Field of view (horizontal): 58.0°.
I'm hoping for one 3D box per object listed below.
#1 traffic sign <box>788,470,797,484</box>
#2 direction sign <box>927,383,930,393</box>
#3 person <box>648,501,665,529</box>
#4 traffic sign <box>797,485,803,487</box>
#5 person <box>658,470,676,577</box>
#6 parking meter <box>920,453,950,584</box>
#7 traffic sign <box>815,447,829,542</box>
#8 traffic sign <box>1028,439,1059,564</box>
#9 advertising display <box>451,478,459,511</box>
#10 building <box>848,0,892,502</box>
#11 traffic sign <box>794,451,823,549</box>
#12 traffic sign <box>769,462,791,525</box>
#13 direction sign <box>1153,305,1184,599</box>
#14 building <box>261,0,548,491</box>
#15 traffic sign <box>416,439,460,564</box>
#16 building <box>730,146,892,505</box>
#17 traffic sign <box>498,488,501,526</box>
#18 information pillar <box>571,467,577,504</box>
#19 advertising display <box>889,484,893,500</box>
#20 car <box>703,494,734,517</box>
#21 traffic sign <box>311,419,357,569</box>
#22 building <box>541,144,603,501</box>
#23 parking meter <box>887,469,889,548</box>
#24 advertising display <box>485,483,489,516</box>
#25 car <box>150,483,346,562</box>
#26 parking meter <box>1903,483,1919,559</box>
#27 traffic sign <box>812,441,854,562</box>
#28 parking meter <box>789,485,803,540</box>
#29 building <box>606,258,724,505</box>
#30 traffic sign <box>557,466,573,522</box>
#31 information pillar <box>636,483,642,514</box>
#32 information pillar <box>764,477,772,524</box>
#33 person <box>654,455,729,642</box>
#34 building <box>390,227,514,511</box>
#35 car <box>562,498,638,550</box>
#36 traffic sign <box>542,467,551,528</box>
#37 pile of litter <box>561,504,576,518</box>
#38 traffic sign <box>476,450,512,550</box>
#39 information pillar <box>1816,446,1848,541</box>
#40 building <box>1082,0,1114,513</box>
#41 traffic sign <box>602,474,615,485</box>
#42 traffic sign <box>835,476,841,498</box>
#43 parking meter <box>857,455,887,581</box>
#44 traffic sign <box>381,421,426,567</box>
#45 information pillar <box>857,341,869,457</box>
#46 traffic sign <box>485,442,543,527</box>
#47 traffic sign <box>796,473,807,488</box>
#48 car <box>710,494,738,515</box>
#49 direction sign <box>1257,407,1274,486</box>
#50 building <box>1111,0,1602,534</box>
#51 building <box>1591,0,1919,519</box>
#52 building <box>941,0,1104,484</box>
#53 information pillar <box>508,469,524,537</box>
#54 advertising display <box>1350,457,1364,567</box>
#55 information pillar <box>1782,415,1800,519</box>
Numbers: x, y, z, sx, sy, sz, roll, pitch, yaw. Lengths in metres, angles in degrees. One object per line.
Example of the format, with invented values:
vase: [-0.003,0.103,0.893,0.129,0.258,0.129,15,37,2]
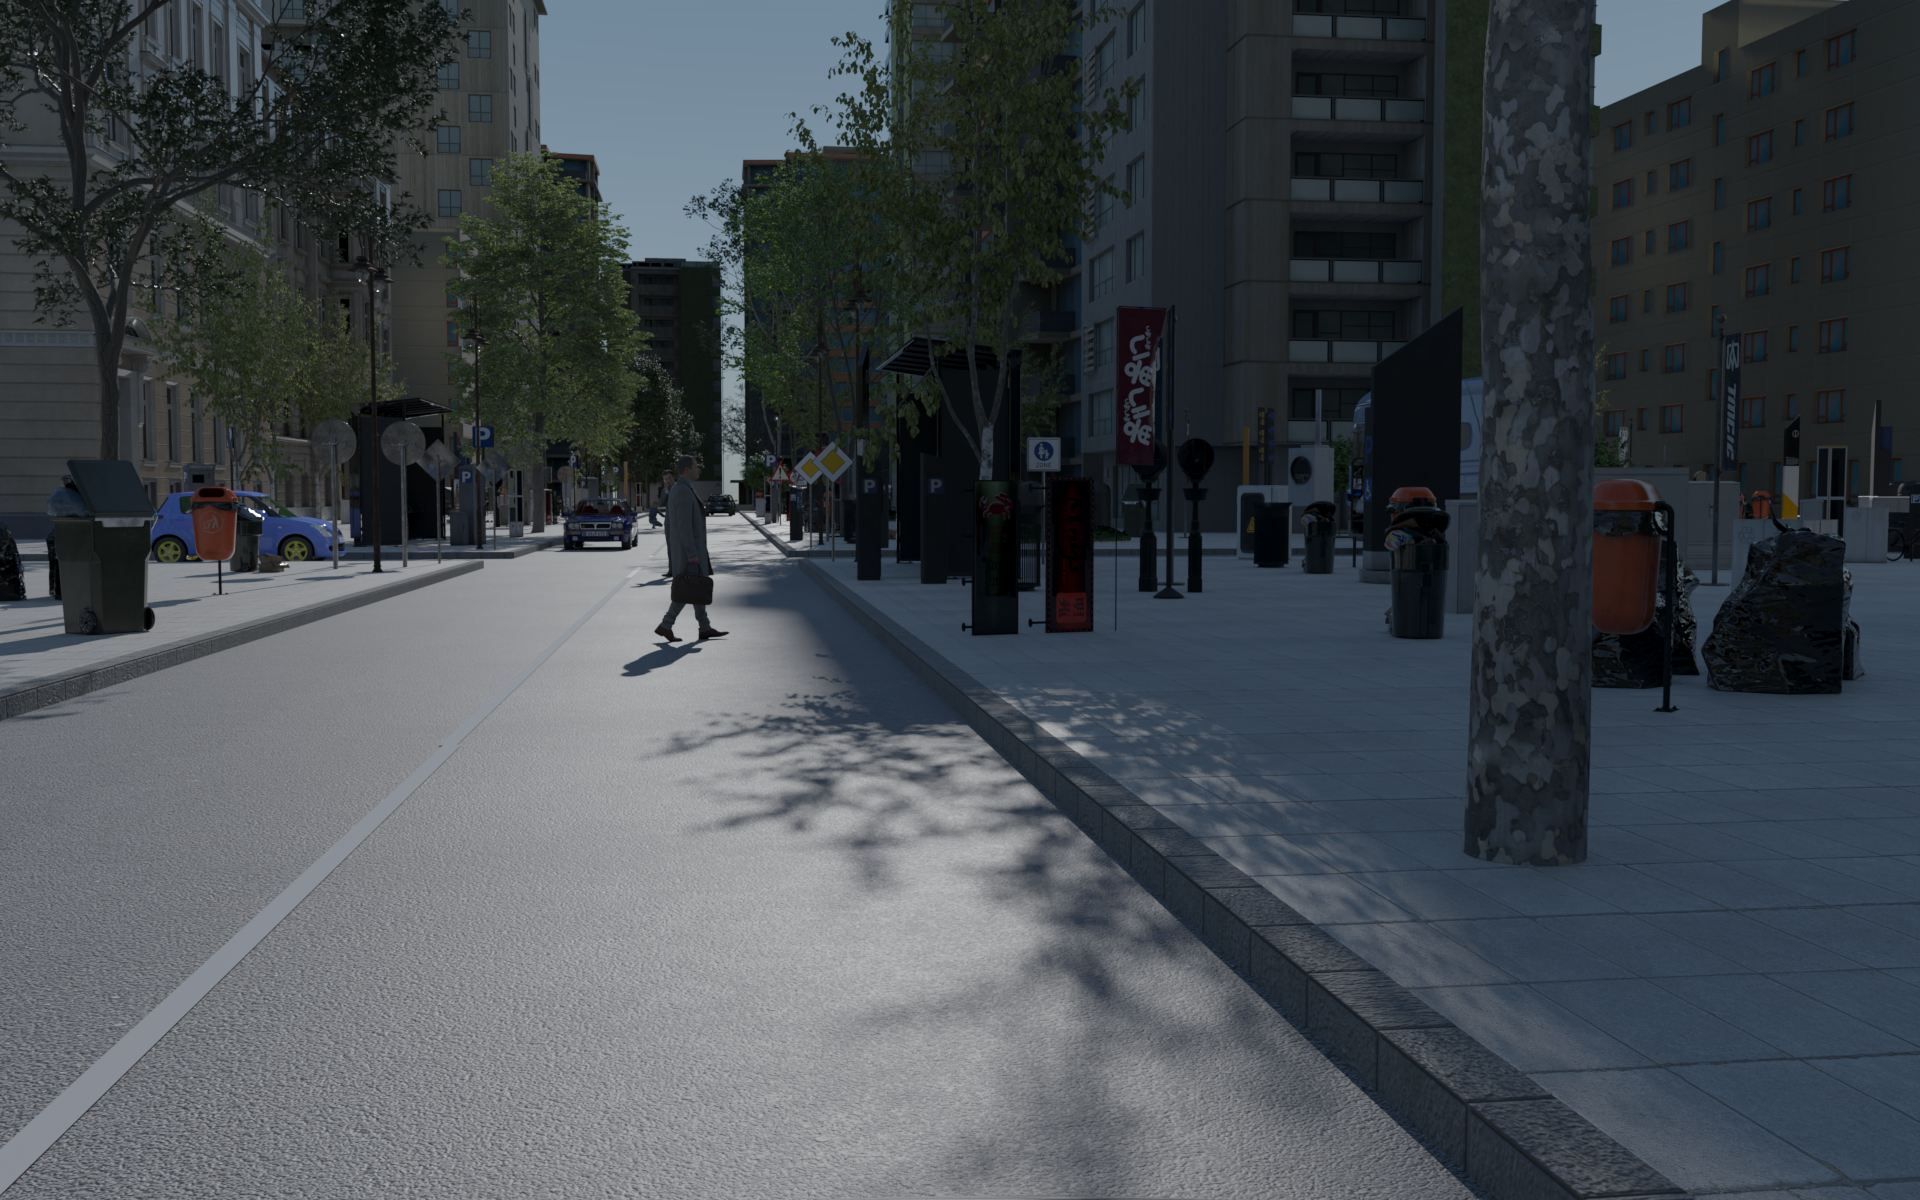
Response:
traffic sign: [-8.600,-5.528,90.490,0.768,2.556,0.104,0,4,-7]
direction sign: [-0.462,-2.535,33.438,0.379,3.537,0.876,-2,4,-23]
person: [-12.692,-3.550,72.043,1.012,1.151,0.738,2,4,35]
traffic sign: [-10.208,-6.749,110.455,0.768,2.556,0.104,0,4,0]
person: [-4.910,-1.324,29.946,0.655,1.846,0.447,1,4,11]
parking meter: [-0.355,-1.165,24.762,0.399,1.863,0.255,-1,4,-11]
traffic sign: [-3.571,-2.849,46.683,0.768,2.556,0.104,0,4,-2]
traffic sign: [1.514,-1.795,31.482,0.606,2.300,0.079,0,4,-8]
advertising display: [-20.920,-4.082,71.946,0.123,1.923,0.974,0,4,2]
building: [1.503,-52.117,164.783,22.319,86.520,31.000,0,4,-8]
traffic sign: [-3.513,-2.269,40.733,0.795,2.450,0.064,0,4,-8]
traffic sign: [-7.338,-4.326,70.738,0.884,2.594,0.081,0,4,-5]
direction sign: [2.571,-1.788,21.232,0.379,3.537,0.876,0,4,3]
building: [-53.373,-34.951,160.681,27.495,52.752,28.713,0,4,-8]
traffic sign: [-9.587,-1.725,31.847,0.795,2.450,0.064,0,4,-8]
building: [-14.925,-34.641,220.997,28.867,44.769,22.147,0,4,-8]
traffic sign: [-18.275,-4.194,68.684,0.768,2.556,0.104,0,4,-3]
information pillar: [-24.141,-7.144,108.167,0.504,3.616,0.183,2,4,35]
advertising display: [-4.828,-6.676,114.368,0.974,1.923,0.123,3,5,43]
car: [-15.580,-6.248,111.949,2.009,1.686,4.222,-1,4,-8]
traffic sign: [-10.689,-1.802,29.576,0.768,2.556,0.104,0,4,-2]
building: [-59.152,-34.231,214.307,28.867,44.769,22.147,0,4,-8]
parking meter: [-1.905,-2.163,41.078,0.399,1.863,0.255,-1,4,-17]
advertising display: [-27.620,-5.825,100.451,0.123,1.923,0.974,1,4,14]
car: [-14.337,-1.546,34.869,3.694,1.707,1.945,-1,4,-9]
parking meter: [18.945,-1.586,34.347,0.372,1.533,0.369,0,3,0]
traffic sign: [-2.409,-1.785,32.824,0.795,2.450,0.064,0,4,-8]
parking meter: [-4.539,-2.422,48.003,0.372,1.533,0.369,0,3,0]
building: [-36.536,-27.113,214.992,14.107,30.474,14.160,0,4,-8]
traffic sign: [-17.918,-4.808,78.717,0.768,2.556,0.104,0,4,-2]
information pillar: [-21.034,-6.671,113.557,0.304,2.012,0.304,1,4,13]
information pillar: [-8.235,-4.273,74.358,0.304,2.012,0.304,0,4,-2]
person: [-2.623,-0.509,16.923,0.767,1.812,0.694,-1,4,-16]
building: [-48.117,-17.129,125.104,27.650,21.520,28.899,0,4,-8]
car: [-9.482,-2.034,45.842,1.945,1.354,3.894,0,4,-7]
traffic sign: [-15.761,-3.878,65.528,0.606,2.300,0.079,0,4,-4]
pile of litter: [-20.610,-4.803,92.498,1.176,0.858,1.719,-3,4,-36]
traffic sign: [-10.690,-2.209,39.756,0.795,2.450,0.064,0,4,-8]
information pillar: [13.303,-1.344,26.466,0.304,2.012,0.304,-1,4,-10]
building: [2.639,-27.219,128.622,14.154,41.232,14.086,0,4,-8]
traffic sign: [-21.003,-6.326,103.542,0.768,2.556,0.104,0,4,0]
traffic sign: [-5.705,-5.059,82.824,0.768,2.556,0.104,0,4,-5]
parking meter: [-1.332,-1.226,25.762,0.399,1.863,0.255,0,4,-3]
traffic sign: [-9.742,-1.848,30.328,0.768,2.556,0.104,0,4,-5]
information pillar: [-1.467,-2.142,26.372,0.183,3.616,0.504,1,4,9]
traffic sign: [-17.526,-4.542,68.131,2.265,3.308,0.079,0,4,-2]
traffic sign: [-7.482,-4.862,81.616,0.606,2.300,0.079,0,4,0]
car: [-16.217,-6.647,118.471,2.009,1.686,4.222,0,4,-8]
direction sign: [8.023,-3.272,45.487,0.379,3.537,0.876,3,4,37]
building: [12.435,-23.032,60.167,14.086,41.232,14.154,0,4,-8]
building: [44.257,-13.806,70.774,28.899,21.520,27.650,0,4,-8]
building: [10.665,-26.864,93.850,22.147,44.769,28.867,0,4,-8]
information pillar: [-13.178,-2.869,51.395,0.304,2.012,0.304,2,4,27]
advertising display: [7.253,-1.516,29.999,0.974,1.923,0.123,2,4,34]
information pillar: [24.658,-3.671,51.372,0.504,3.616,0.183,-1,4,-12]
